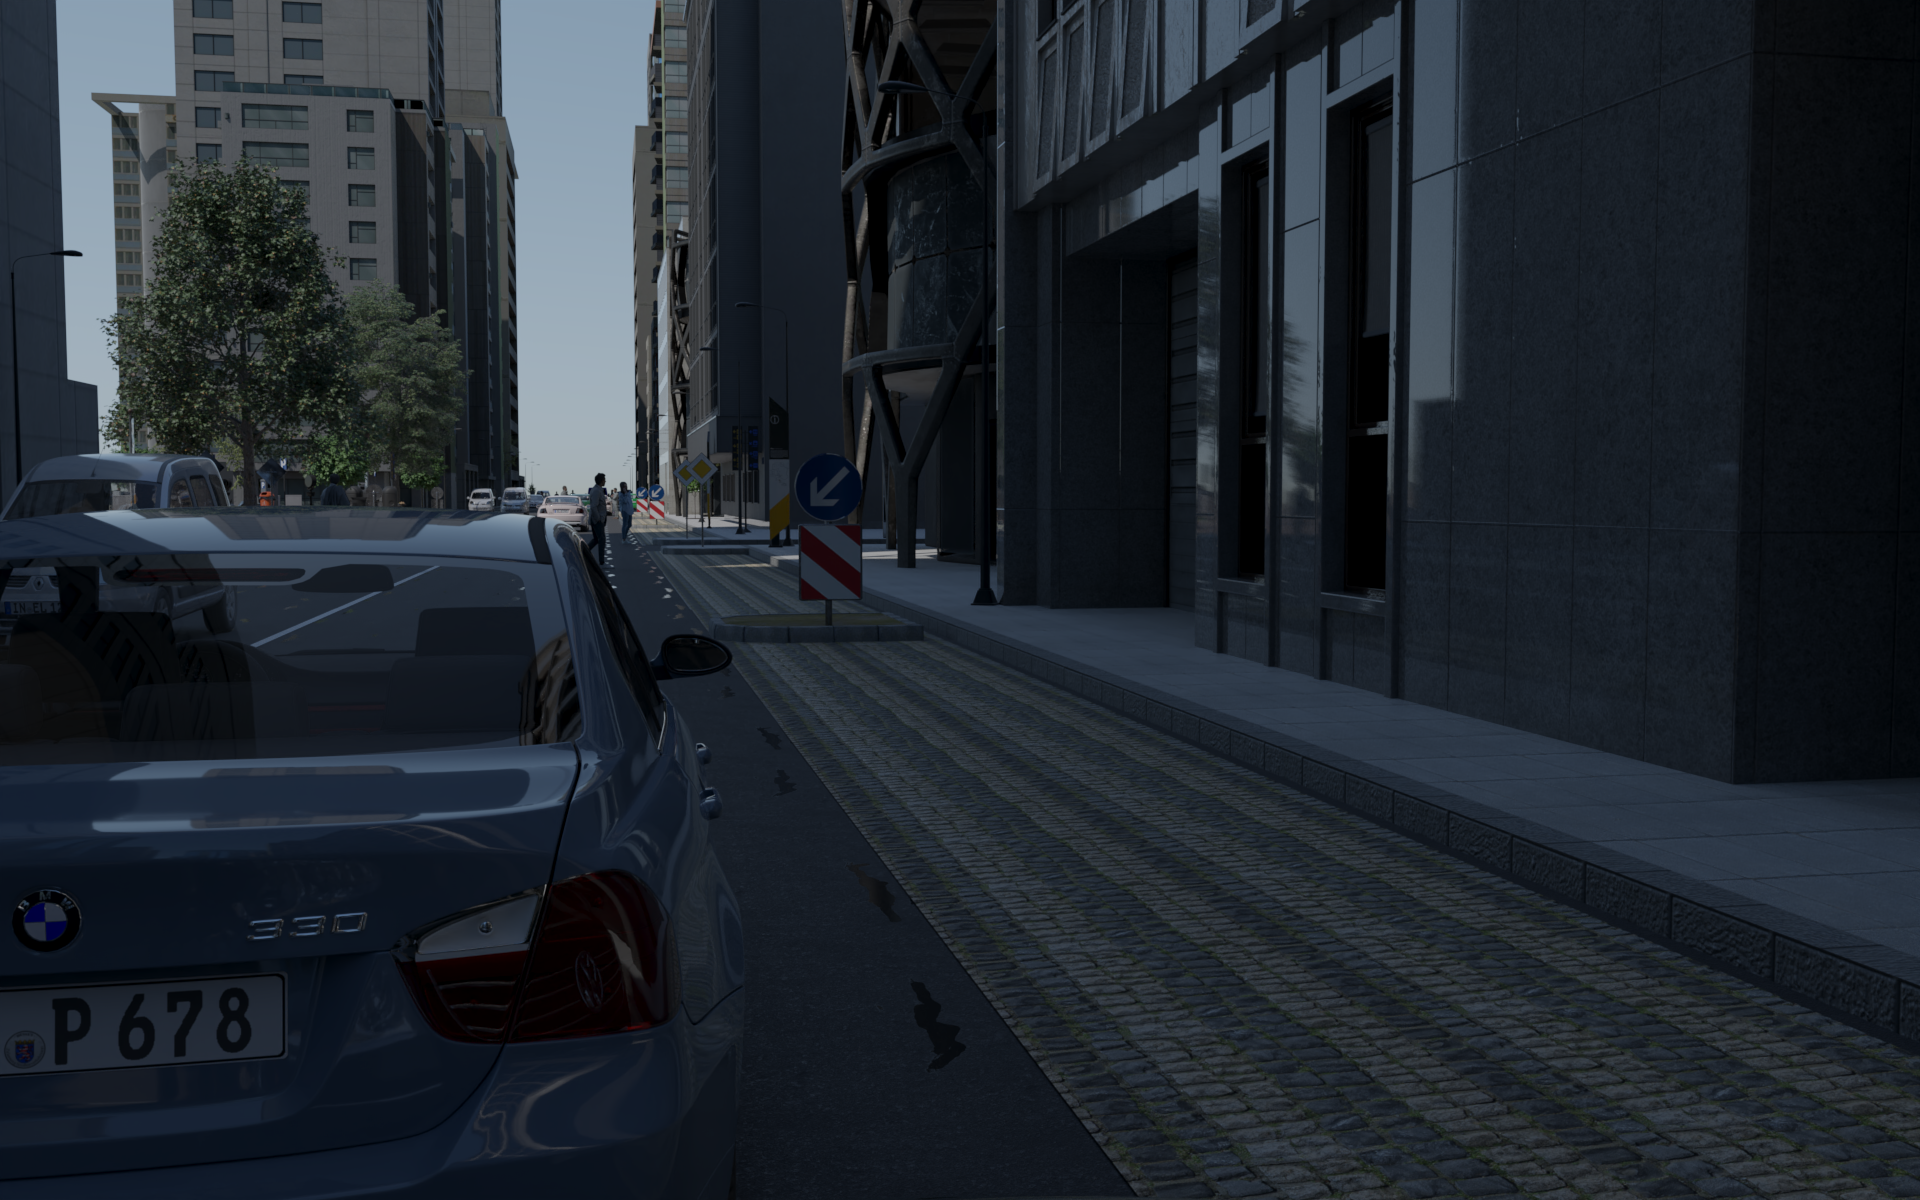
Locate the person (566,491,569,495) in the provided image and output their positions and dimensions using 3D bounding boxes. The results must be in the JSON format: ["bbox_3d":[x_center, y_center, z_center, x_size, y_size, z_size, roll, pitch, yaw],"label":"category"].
[{"bbox_3d":[-36.102,-9.116,158.351,0.742,1.727,0.445,0,4,2],"label":"person"}]

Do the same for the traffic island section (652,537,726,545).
[{"bbox_3d":[-7.836,-1.686,49.849,2.009,0.180,2.903,-1,4,-12],"label":"traffic island section"}]

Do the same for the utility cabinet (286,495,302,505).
[{"bbox_3d":[-43.444,-6.220,112.857,1.020,1.237,0.306,-2,4,-32],"label":"utility cabinet"}]

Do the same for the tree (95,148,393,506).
[{"bbox_3d":[-23.931,-8.611,57.802,9.611,12.733,9.660,0,3,0],"label":"tree"}]

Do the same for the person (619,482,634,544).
[{"bbox_3d":[-9.652,-2.521,49.978,0.793,1.790,0.793,-1,4,-16],"label":"person"}]

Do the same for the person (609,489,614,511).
[{"bbox_3d":[-28.721,-8.226,142.981,0.705,1.826,1.348,-2,4,-28],"label":"person"}]

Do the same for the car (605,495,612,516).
[{"bbox_3d":[-24.044,-6.266,114.809,2.083,1.381,4.827,-1,4,-13],"label":"car"}]

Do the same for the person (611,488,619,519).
[{"bbox_3d":[-19.987,-5.598,100.209,0.466,1.800,0.511,-3,5,-40],"label":"person"}]

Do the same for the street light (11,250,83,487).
[{"bbox_3d":[-17.386,-3.698,33.006,1.470,5.913,1.316,-1,4,-12],"label":"street light"}]

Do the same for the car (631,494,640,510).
[{"bbox_3d":[-26.119,-7.886,137.736,1.959,1.807,4.718,-1,4,-12],"label":"car"}]

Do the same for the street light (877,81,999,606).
[{"bbox_3d":[-0.240,-2.888,19.768,1.470,5.913,1.316,-1,4,-12],"label":"street light"}]

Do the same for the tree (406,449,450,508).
[{"bbox_3d":[-35.548,-8.012,114.709,4.285,4.588,4.351,0,3,0],"label":"tree"}]

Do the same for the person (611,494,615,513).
[{"bbox_3d":[-26.360,-7.367,132.166,0.599,1.433,0.991,1,4,14],"label":"person"}]

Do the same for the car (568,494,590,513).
[{"bbox_3d":[-21.239,-5.193,96.704,2.131,1.459,4.920,-1,4,-11],"label":"car"}]

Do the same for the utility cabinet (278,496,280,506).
[{"bbox_3d":[-36.537,-4.944,91.999,0.306,1.237,1.020,1,4,15],"label":"utility cabinet"}]

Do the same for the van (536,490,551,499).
[{"bbox_3d":[-45.210,-11.055,187.765,2.013,2.044,4.112,-1,4,-11],"label":"van"}]

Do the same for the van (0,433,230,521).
[{"bbox_3d":[-8.190,-0.590,16.654,2.013,2.044,4.112,-1,4,-10],"label":"van"}]

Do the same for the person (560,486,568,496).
[{"bbox_3d":[-17.643,-4.214,77.505,0.767,1.812,0.694,-2,4,-24],"label":"person"}]

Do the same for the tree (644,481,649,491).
[{"bbox_3d":[-36.852,-12.991,207.007,1.663,3.219,1.824,0,3,0],"label":"tree"}]

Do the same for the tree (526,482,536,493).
[{"bbox_3d":[-68.628,-17.279,277.109,1.663,3.219,1.824,0,3,0],"label":"tree"}]

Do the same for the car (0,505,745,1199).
[{"bbox_3d":[-1.521,0.479,4.176,2.014,1.417,4.499,-1,4,-12],"label":"car"}]

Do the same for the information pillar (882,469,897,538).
[{"bbox_3d":[-2.048,-2.807,50.385,0.304,2.012,0.304,2,4,28],"label":"information pillar"}]

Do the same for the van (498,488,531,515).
[{"bbox_3d":[-28.578,-6.374,111.222,2.013,2.044,4.112,-1,4,-12],"label":"van"}]

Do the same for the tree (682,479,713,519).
[{"bbox_3d":[-13.590,-5.767,88.889,1.663,3.219,1.824,0,3,0],"label":"tree"}]

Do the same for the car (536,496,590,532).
[{"bbox_3d":[-15.249,-3.320,66.636,2.083,1.381,4.827,-1,4,-11],"label":"car"}]

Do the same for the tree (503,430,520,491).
[{"bbox_3d":[-51.913,-15.040,196.258,4.360,8.622,3.978,0,3,0],"label":"tree"}]

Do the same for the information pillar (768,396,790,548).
[{"bbox_3d":[-4.340,-3.065,41.467,0.504,3.616,0.183,0,4,-1],"label":"information pillar"}]

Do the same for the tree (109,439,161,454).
[{"bbox_3d":[-48.869,-7.273,102.623,4.285,4.588,4.351,0,3,0],"label":"tree"}]

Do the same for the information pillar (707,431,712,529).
[{"bbox_3d":[-9.346,-4.469,64.427,0.183,3.616,0.504,0,4,-4],"label":"information pillar"}]

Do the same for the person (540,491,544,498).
[{"bbox_3d":[-38.244,-9.098,157.971,0.721,1.743,1.217,-3,5,-42],"label":"person"}]

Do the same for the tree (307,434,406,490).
[{"bbox_3d":[-28.923,-5.924,80.569,4.285,4.588,4.351,0,3,0],"label":"tree"}]

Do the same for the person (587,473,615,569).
[{"bbox_3d":[-7.045,-1.525,33.286,0.795,1.843,0.661,-1,4,-9],"label":"person"}]

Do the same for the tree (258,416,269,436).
[{"bbox_3d":[-48.314,-10.159,116.468,4.737,8.622,4.395,0,3,0],"label":"tree"}]

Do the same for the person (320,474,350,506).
[{"bbox_3d":[-12.140,-1.535,33.694,0.679,1.850,0.850,1,4,17],"label":"person"}]

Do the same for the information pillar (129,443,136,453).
[{"bbox_3d":[-37.095,-5.283,77.726,0.504,3.616,0.183,3,5,41],"label":"information pillar"}]

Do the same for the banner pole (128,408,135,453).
[{"bbox_3d":[-24.123,-3.701,50.535,0.401,3.779,0.863,-2,4,-32],"label":"banner pole"}]

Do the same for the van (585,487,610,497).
[{"bbox_3d":[-33.086,-9.401,158.083,2.240,2.365,5.245,-1,4,-12],"label":"van"}]

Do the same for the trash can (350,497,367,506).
[{"bbox_3d":[-26.944,-4.039,77.690,0.748,1.137,0.748,0,3,0],"label":"trash can"}]

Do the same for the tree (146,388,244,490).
[{"bbox_3d":[-41.370,-8.663,91.997,4.737,8.622,4.395,0,3,0],"label":"tree"}]

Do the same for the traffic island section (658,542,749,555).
[{"bbox_3d":[-6.224,-1.208,42.028,2.009,0.180,2.903,-1,4,-12],"label":"traffic island section"}]

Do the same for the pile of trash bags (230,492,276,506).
[{"bbox_3d":[-28.934,-3.667,69.710,3.447,1.369,1.912,1,4,23],"label":"pile of trash bags"}]

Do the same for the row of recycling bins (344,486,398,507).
[{"bbox_3d":[-30.616,-5.007,88.977,3.534,1.692,1.069,0,4,3],"label":"row of recycling bins"}]

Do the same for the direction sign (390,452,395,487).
[{"bbox_3d":[-30.463,-6.180,93.041,0.379,3.537,0.876,0,4,-7],"label":"direction sign"}]

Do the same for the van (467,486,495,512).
[{"bbox_3d":[-34.997,-7.321,126.712,2.013,2.044,4.112,-1,4,-12],"label":"van"}]

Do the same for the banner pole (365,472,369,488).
[{"bbox_3d":[-37.183,-7.254,108.612,0.401,3.779,0.863,-3,5,-39],"label":"banner pole"}]

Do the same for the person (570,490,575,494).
[{"bbox_3d":[-34.653,-8.959,154.997,1.348,1.821,0.705,0,4,0],"label":"person"}]

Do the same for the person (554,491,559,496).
[{"bbox_3d":[-48.272,-12.123,207.258,0.990,1.755,0.434,1,4,21],"label":"person"}]

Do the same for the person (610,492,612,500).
[{"bbox_3d":[-35.681,-10.303,177.629,0.621,1.740,0.551,1,4,13],"label":"person"}]

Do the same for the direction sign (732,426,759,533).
[{"bbox_3d":[-7.132,-4.011,57.572,0.876,3.537,0.379,-1,4,-15],"label":"direction sign"}]

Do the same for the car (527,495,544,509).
[{"bbox_3d":[-35.886,-8.174,146.002,2.083,1.381,4.827,-1,4,-13],"label":"car"}]

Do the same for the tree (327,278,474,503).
[{"bbox_3d":[-33.229,-11.931,101.724,9.857,13.997,8.962,0,3,0],"label":"tree"}]
